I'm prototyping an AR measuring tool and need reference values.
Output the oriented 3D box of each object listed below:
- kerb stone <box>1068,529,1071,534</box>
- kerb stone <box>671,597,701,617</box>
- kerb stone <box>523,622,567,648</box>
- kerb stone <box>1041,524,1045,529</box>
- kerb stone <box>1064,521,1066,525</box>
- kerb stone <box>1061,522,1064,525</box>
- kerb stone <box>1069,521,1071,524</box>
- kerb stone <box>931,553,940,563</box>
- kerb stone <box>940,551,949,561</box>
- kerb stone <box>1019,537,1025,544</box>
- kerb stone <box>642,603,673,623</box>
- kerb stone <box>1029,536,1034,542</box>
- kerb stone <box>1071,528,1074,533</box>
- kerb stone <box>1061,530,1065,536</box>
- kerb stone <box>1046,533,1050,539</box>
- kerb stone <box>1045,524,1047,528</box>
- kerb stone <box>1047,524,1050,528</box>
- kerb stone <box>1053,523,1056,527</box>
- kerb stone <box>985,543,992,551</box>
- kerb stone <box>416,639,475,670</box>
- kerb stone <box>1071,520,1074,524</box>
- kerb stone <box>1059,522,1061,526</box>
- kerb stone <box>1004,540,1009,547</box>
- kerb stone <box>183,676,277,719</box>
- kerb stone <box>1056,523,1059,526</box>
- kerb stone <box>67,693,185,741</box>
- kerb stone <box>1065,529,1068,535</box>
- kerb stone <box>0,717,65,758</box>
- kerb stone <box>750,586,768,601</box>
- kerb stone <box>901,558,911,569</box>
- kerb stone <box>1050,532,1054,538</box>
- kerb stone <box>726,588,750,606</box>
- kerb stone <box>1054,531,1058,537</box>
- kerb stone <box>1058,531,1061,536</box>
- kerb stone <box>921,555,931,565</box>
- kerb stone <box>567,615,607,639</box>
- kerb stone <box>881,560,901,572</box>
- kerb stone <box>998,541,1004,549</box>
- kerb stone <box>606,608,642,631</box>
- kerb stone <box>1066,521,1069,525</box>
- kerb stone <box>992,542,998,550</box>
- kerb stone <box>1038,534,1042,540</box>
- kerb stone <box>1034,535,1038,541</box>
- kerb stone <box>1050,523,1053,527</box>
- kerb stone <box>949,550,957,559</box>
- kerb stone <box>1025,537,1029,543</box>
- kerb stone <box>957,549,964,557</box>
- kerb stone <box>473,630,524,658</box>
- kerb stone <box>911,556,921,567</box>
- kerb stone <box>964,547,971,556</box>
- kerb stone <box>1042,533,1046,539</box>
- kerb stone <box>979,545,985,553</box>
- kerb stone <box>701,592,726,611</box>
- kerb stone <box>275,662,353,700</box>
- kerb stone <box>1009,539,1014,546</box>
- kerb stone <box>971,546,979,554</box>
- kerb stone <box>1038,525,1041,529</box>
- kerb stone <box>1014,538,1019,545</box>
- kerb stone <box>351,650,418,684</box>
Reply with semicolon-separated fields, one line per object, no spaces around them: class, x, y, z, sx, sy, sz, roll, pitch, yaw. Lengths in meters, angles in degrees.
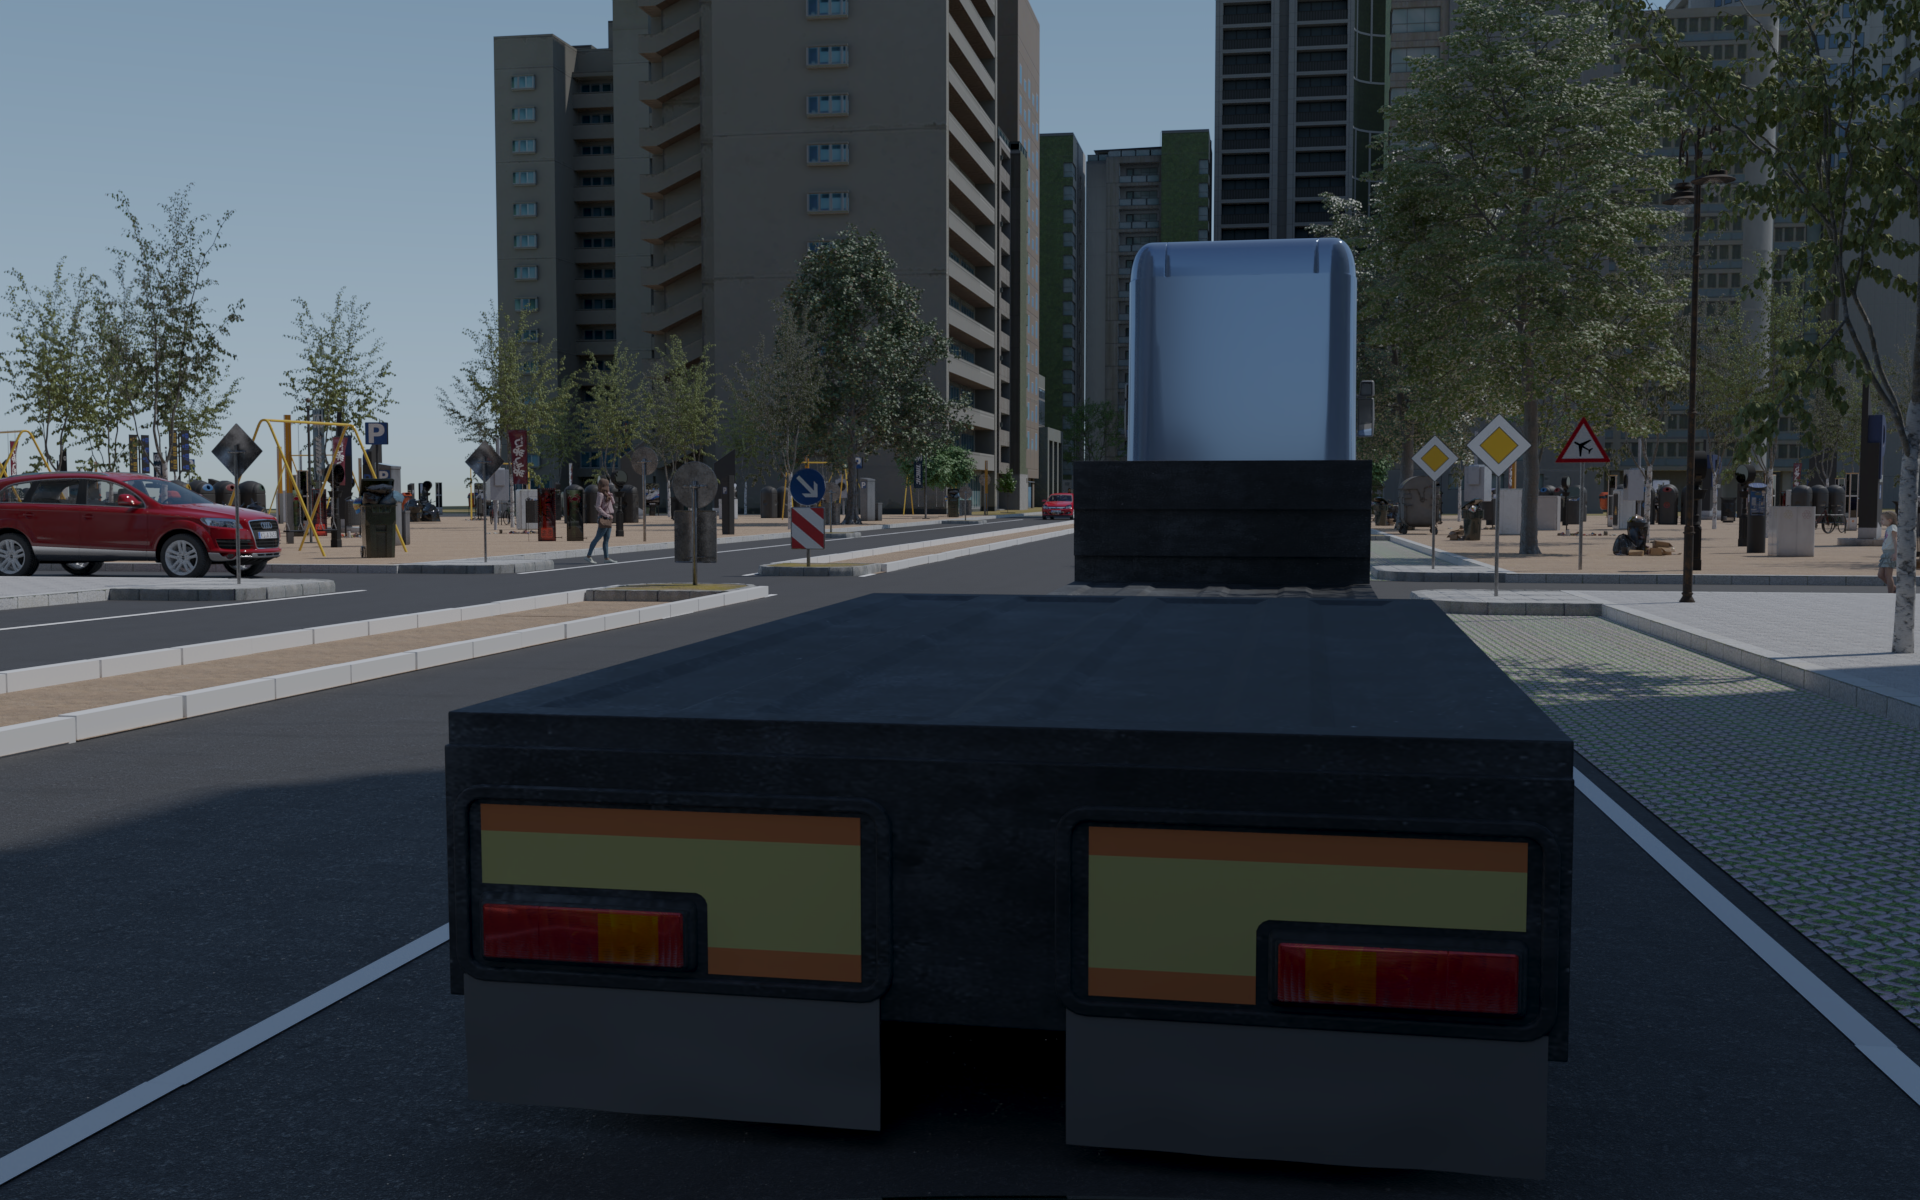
kerb stone;3.736;-2.410;61.603;0.120;0.150;1.000;1;4;10
kerb stone;-3.334;0.096;20.631;0.120;0.150;1.000;1;4;10
kerb stone;-4.043;0.343;16.586;0.120;0.150;1.000;1;4;10
kerb stone;3.243;-2.987;71.028;0.120;0.150;1.000;1;4;10
kerb stone;4.635;-3.481;79.112;0.120;0.150;1.000;1;4;10
kerb stone;4.454;-3.412;78.107;0.120;0.150;1.000;1;4;10
kerb stone;4.991;-3.606;81.149;0.120;0.150;1.000;1;4;10
kerb stone;-0.620;-0.864;36.328;0.120;0.150;1.000;1;4;10
kerb stone;-0.441;-0.918;37.339;0.120;0.150;1.000;1;4;10
kerb stone;1.648;-1.668;49.467;0.120;0.150;1.000;1;4;10
kerb stone;-3.508;0.158;19.624;0.120;0.150;1.000;1;4;10
kerb stone;1.991;-1.789;51.495;0.120;0.150;1.000;1;4;10
kerb stone;3.917;-2.473;62.626;0.120;0.150;1.000;1;4;10
kerb stone;3.400;-2.287;59.586;0.120;0.150;1.000;1;4;10
kerb stone;2.698;-2.039;55.533;0.120;0.150;1.000;1;4;10
kerb stone;3.409;-3.047;72.038;0.120;0.150;1.000;1;4;10
kerb stone;3.580;-3.103;73.046;0.120;0.150;1.000;1;4;10
kerb stone;3.932;-3.234;75.073;0.120;0.150;1.000;1;4;10
kerb stone;0.597;-1.292;43.407;0.120;0.150;1.000;1;4;10
kerb stone;-4.380;0.466;14.569;0.120;0.150;1.000;1;4;10
kerb stone;5.153;-3.667;82.158;0.120;0.150;1.000;1;4;10
kerb stone;4.286;-3.358;77.093;0.120;0.150;1.000;1;4;10
kerb stone;1.120;-1.482;46.433;0.120;0.150;1.000;1;4;10
kerb stone;-4.901;0.652;11.539;0.120;0.150;1.000;1;4;10
kerb stone;4.109;-3.296;76.080;0.120;0.150;1.000;1;4;10
kerb stone;-5.089;0.713;10.534;0.120;0.150;1.000;1;4;10
kerb stone;3.570;-2.340;60.595;0.120;0.150;1.000;1;4;10
kerb stone;-5.250;0.781;9.515;0.120;0.150;1.000;1;4;10
kerb stone;-2.817;-0.088;23.659;0.120;0.150;1.000;1;4;10
kerb stone;-1.144;-0.676;33.295;0.120;0.150;1.000;1;4;10
kerb stone;2.865;-2.101;56.542;0.120;0.150;1.000;1;4;10
kerb stone;-2.985;-0.028;22.651;0.120;0.150;1.000;1;4;10
kerb stone;3.040;-2.163;57.560;0.120;0.150;1.000;1;4;10
kerb stone;3.222;-2.223;58.580;0.120;0.150;1.000;1;4;10
kerb stone;-0.802;-0.803;35.322;0.120;0.150;1.000;1;4;10
kerb stone;-3.855;0.281;17.599;0.120;0.150;1.000;1;4;10
kerb stone;-1.315;-0.617;32.287;0.120;0.150;1.000;1;4;10
kerb stone;0.951;-1.419;45.424;0.120;0.150;1.000;1;4;10
kerb stone;-3.683;0.219;18.613;0.120;0.150;1.000;1;4;10
kerb stone;4.814;-3.541;80.136;0.120;0.150;1.000;1;4;10
kerb stone;0.782;-1.359;44.416;0.120;0.150;1.000;1;4;10
kerb stone;2.347;-1.913;53.519;0.120;0.150;1.000;1;4;10
kerb stone;2.173;-1.854;52.506;0.120;0.150;1.000;1;4;10
kerb stone;3.761;-3.167;74.061;0.120;0.150;1.000;1;4;10
kerb stone;-0.269;-0.988;38.347;0.120;0.150;1.000;1;4;10
kerb stone;1.819;-1.730;50.488;0.120;0.150;1.000;1;4;10
kerb stone;-0.107;-1.050;39.365;0.120;0.150;1.000;1;4;10
kerb stone;-4.208;0.408;15.577;0.120;0.150;1.000;1;4;10
kerb stone;-0.972;-0.741;34.314;0.120;0.150;1.000;1;4;10
kerb stone;0.068;-1.107;40.375;0.120;0.150;1.000;1;4;10
kerb stone;2.519;-1.976;54.527;0.120;0.150;1.000;1;4;10
kerb stone;0.424;-1.236;42.400;0.120;0.150;1.000;1;4;10
kerb stone;-3.162;0.034;21.638;0.120;0.150;1.000;1;4;10
kerb stone;-4.731;0.590;12.550;0.120;0.150;1.000;1;4;10
kerb stone;1.294;-1.544;47.442;0.120;0.150;1.000;1;4;10
kerb stone;0.254;-1.174;41.390;0.120;0.150;1.000;1;4;10
kerb stone;3.057;-2.924;70.023;0.120;0.150;1.000;1;4;10
kerb stone;1.462;-1.606;48.451;0.120;0.150;1.000;1;4;10
kerb stone;-4.560;0.532;13.557;0.120;0.150;1.000;1;4;10
